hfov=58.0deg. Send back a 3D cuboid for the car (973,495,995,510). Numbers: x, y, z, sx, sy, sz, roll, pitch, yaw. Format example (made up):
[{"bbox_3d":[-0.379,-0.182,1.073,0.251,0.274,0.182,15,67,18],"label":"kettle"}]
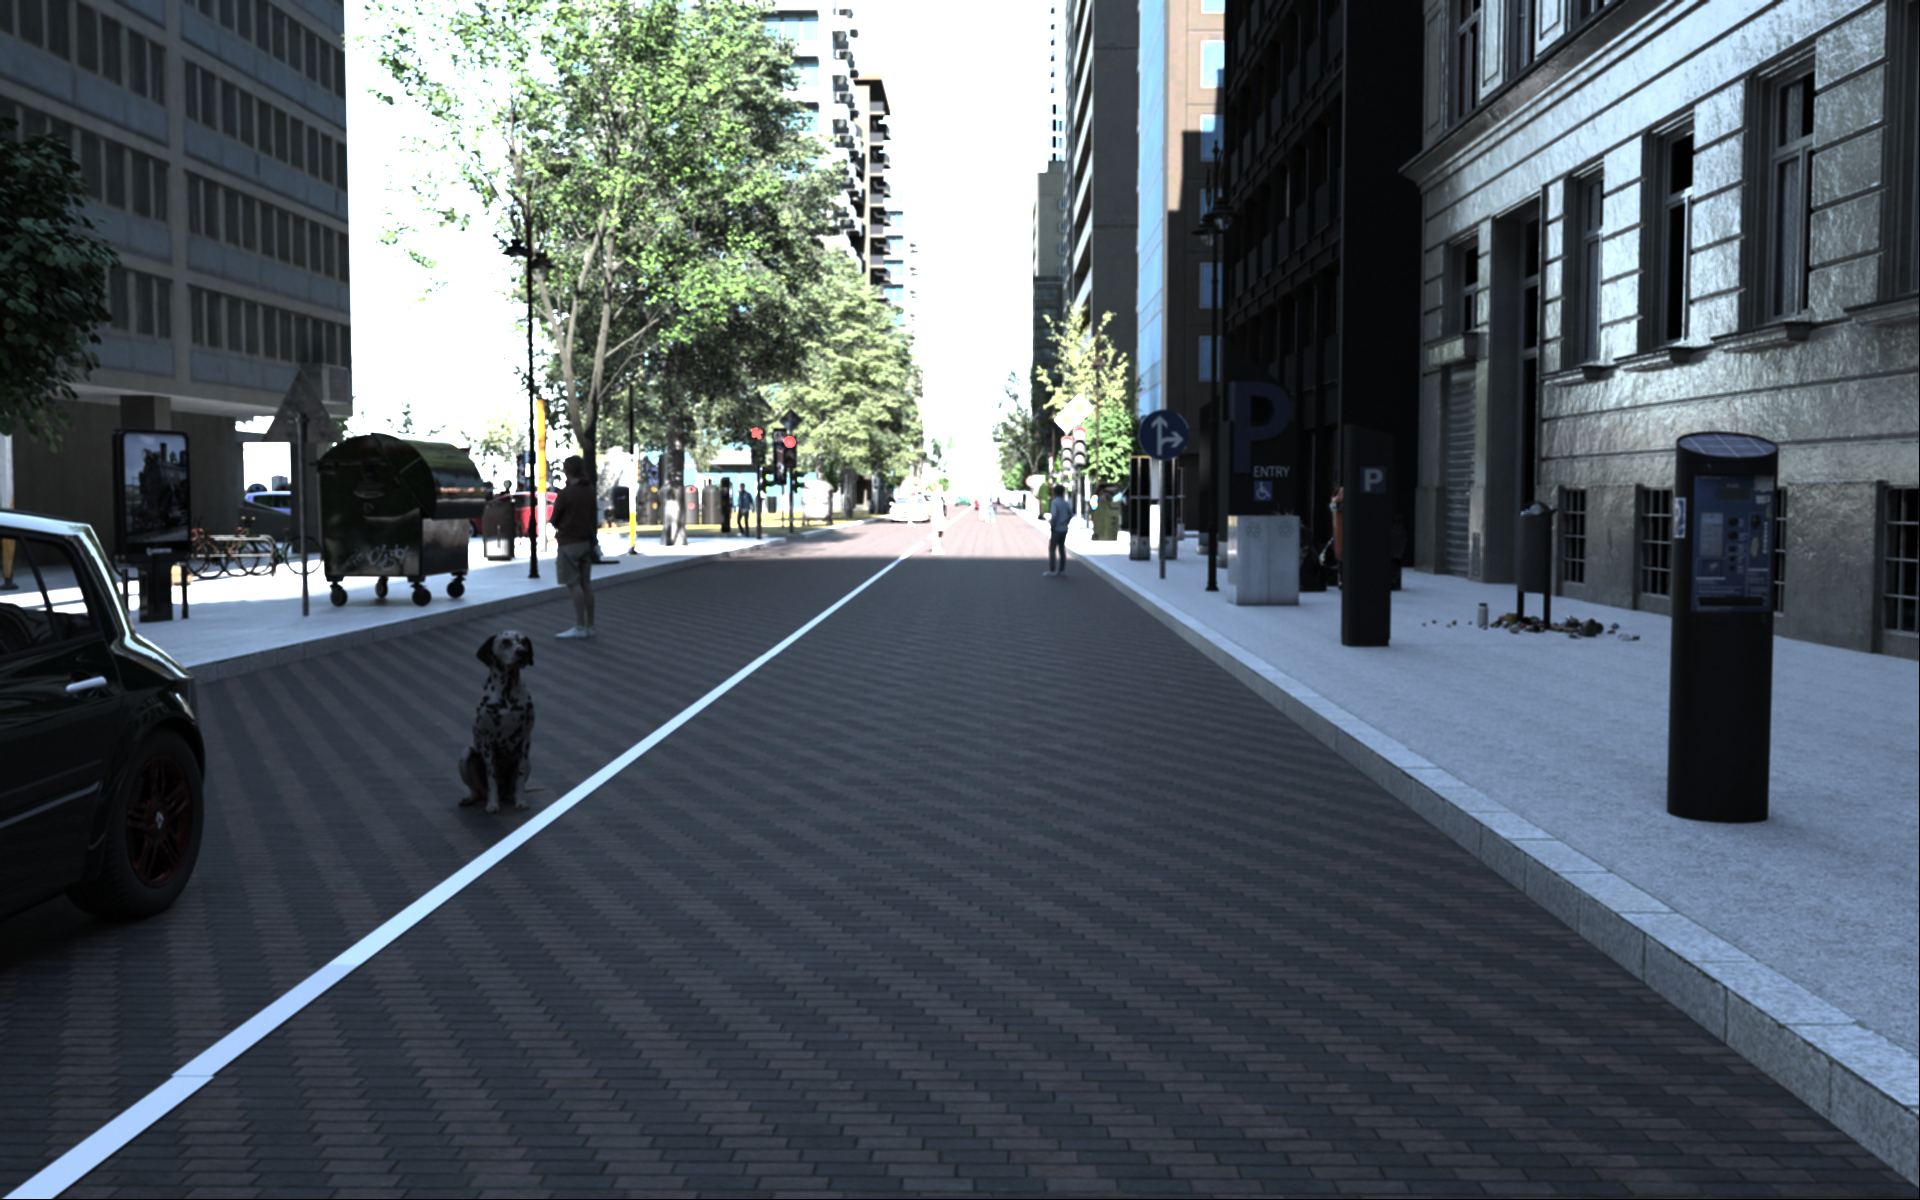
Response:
[{"bbox_3d":[2.259,-9.009,156.339,2.155,1.783,4.494,0,4,2],"label":"car"}]

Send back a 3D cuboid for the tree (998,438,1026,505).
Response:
[{"bbox_3d":[6.472,-15.540,204.447,4.360,8.622,3.978,0,3,0],"label":"tree"}]

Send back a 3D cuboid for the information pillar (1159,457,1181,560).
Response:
[{"bbox_3d":[4.089,-1.804,33.988,0.304,2.012,0.304,1,4,21],"label":"information pillar"}]

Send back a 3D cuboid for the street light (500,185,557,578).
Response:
[{"bbox_3d":[-6.522,-3.275,26.337,0.468,5.910,1.993,0,4,1],"label":"street light"}]

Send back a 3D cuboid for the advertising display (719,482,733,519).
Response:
[{"bbox_3d":[-12.214,-5.210,90.400,0.974,1.923,0.123,3,5,40],"label":"advertising display"}]

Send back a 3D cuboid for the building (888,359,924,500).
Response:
[{"bbox_3d":[-19.184,-23.819,234.475,27.650,21.520,28.899,0,4,1],"label":"building"}]

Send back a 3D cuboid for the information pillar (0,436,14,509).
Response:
[{"bbox_3d":[-12.807,-1.950,23.240,0.183,3.616,0.504,-1,4,-20],"label":"information pillar"}]

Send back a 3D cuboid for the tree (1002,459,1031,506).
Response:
[{"bbox_3d":[5.846,-9.725,142.711,4.285,4.588,4.351,0,3,0],"label":"tree"}]

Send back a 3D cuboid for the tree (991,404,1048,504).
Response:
[{"bbox_3d":[7.366,-18.270,216.842,7.486,12.596,7.792,0,3,0],"label":"tree"}]

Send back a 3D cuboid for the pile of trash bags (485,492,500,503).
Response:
[{"bbox_3d":[-24.341,-5.084,92.881,1.912,1.369,3.447,-3,4,-37],"label":"pile of trash bags"}]

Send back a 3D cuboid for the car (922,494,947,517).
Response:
[{"bbox_3d":[-1.802,-6.035,108.456,2.009,1.686,4.222,0,4,3],"label":"car"}]

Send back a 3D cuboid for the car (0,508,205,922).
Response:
[{"bbox_3d":[-3.616,0.320,4.555,2.009,1.686,4.222,0,4,2],"label":"car"}]

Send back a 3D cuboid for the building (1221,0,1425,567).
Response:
[{"bbox_3d":[12.914,-12.703,37.369,12.332,23.373,15.834,0,4,1],"label":"building"}]

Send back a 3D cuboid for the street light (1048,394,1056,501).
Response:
[{"bbox_3d":[4.342,-6.591,80.544,0.468,5.910,1.993,0,4,1],"label":"street light"}]

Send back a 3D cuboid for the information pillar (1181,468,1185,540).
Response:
[{"bbox_3d":[6.059,-2.666,48.088,0.304,2.012,0.304,1,4,22],"label":"information pillar"}]

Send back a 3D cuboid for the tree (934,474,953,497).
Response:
[{"bbox_3d":[-2.687,-18.020,278.335,4.285,4.588,4.351,0,3,0],"label":"tree"}]

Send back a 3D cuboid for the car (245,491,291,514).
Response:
[{"bbox_3d":[-20.713,-2.725,54.146,3.694,1.707,1.945,0,4,1],"label":"car"}]

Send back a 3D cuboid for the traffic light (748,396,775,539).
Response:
[{"bbox_3d":[-5.674,-3.671,48.938,0.839,4.253,0.868,0,4,1],"label":"traffic light"}]

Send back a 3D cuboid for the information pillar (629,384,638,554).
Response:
[{"bbox_3d":[-6.998,-2.791,36.980,0.183,3.616,0.504,-1,4,-9],"label":"information pillar"}]

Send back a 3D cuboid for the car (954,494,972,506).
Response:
[{"bbox_3d":[0.373,-11.899,206.339,2.131,1.459,4.920,0,4,1],"label":"car"}]

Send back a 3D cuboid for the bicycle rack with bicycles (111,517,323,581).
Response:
[{"bbox_3d":[-11.491,-0.835,27.028,2.925,0.926,2.852,-1,4,-19],"label":"bicycle rack with bicycles"}]

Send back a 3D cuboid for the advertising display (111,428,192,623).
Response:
[{"bbox_3d":[-8.094,-0.744,17.385,0.123,1.923,0.974,1,4,14],"label":"advertising display"}]

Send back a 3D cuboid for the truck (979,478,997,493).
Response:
[{"bbox_3d":[4.762,-17.646,278.264,2.967,4.110,18.799,0,4,-1],"label":"truck"}]

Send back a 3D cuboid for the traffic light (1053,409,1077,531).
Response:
[{"bbox_3d":[3.473,-4.151,56.784,0.839,4.253,0.868,0,4,1],"label":"traffic light"}]

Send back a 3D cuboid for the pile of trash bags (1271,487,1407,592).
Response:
[{"bbox_3d":[4.960,-0.809,22.975,1.912,1.369,3.447,0,4,4],"label":"pile of trash bags"}]

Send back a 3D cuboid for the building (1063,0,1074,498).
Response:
[{"bbox_3d":[20.061,-46.174,193.197,20.563,71.187,20.611,0,4,1],"label":"building"}]

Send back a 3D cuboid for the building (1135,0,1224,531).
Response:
[{"bbox_3d":[14.366,-25.414,65.622,14.200,45.320,14.600,0,4,1],"label":"building"}]

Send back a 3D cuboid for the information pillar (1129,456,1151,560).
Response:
[{"bbox_3d":[3.493,-1.779,33.575,0.304,2.012,0.304,-2,4,-31],"label":"information pillar"}]

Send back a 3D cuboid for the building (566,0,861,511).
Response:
[{"bbox_3d":[-20.087,-32.293,147.604,23.786,49.044,30.456,0,4,1],"label":"building"}]

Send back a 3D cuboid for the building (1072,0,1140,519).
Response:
[{"bbox_3d":[17.585,-29.021,98.193,21.300,48.544,21.600,0,4,1],"label":"building"}]

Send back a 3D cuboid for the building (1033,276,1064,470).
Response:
[{"bbox_3d":[16.678,-28.018,229.797,14.160,30.474,14.107,0,4,1],"label":"building"}]

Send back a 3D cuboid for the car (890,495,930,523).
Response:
[{"bbox_3d":[-2.495,-4.615,87.813,2.083,1.381,4.827,0,4,2],"label":"car"}]

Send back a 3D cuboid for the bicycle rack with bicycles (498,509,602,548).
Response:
[{"bbox_3d":[-9.869,-1.751,42.016,2.852,0.926,2.925,0,4,4],"label":"bicycle rack with bicycles"}]

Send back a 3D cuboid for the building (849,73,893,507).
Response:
[{"bbox_3d":[-18.388,-32.004,177.894,22.147,44.769,28.867,0,4,1],"label":"building"}]

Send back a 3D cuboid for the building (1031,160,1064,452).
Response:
[{"bbox_3d":[21.129,-38.122,246.992,21.300,48.544,21.600,0,4,1],"label":"building"}]

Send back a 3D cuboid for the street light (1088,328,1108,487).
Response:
[{"bbox_3d":[3.844,-4.626,48.427,0.468,5.910,1.993,0,4,1],"label":"street light"}]

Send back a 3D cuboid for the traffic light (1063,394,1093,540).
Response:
[{"bbox_3d":[3.336,-3.662,48.800,0.839,4.253,0.868,0,4,1],"label":"traffic light"}]

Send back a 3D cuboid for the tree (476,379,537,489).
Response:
[{"bbox_3d":[-28.951,-9.828,111.046,4.360,8.622,3.978,0,3,0],"label":"tree"}]

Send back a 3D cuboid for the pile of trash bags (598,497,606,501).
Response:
[{"bbox_3d":[-19.991,-5.667,102.410,3.447,1.369,1.912,1,4,19],"label":"pile of trash bags"}]

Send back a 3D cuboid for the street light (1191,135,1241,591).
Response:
[{"bbox_3d":[3.345,-3.059,22.795,0.468,5.910,1.993,0,4,1],"label":"street light"}]

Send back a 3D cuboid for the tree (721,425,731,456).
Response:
[{"bbox_3d":[-18.139,-10.408,120.525,4.737,8.622,4.395,0,3,0],"label":"tree"}]

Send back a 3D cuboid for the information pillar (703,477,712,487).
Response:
[{"bbox_3d":[-11.186,-4.420,76.756,0.304,2.012,0.304,3,4,38],"label":"information pillar"}]

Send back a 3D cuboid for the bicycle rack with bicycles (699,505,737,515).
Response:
[{"bbox_3d":[-14.578,-5.533,103.843,2.925,0.926,2.852,0,4,-2],"label":"bicycle rack with bicycles"}]

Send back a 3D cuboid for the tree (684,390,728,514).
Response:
[{"bbox_3d":[-16.993,-9.959,113.194,4.360,8.622,3.978,0,3,0],"label":"tree"}]

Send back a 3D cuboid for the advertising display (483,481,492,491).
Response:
[{"bbox_3d":[-23.712,-4.953,86.189,0.123,1.923,0.974,3,5,40],"label":"advertising display"}]

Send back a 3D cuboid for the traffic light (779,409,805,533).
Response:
[{"bbox_3d":[-5.538,-4.159,56.921,0.839,4.253,0.868,0,4,1],"label":"traffic light"}]

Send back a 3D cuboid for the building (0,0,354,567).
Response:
[{"bbox_3d":[-25.225,-20.771,31.492,23.993,40.220,32.217,0,4,1],"label":"building"}]

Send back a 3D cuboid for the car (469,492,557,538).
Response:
[{"bbox_3d":[-13.519,-2.669,52.684,4.494,1.783,2.155,0,4,2],"label":"car"}]

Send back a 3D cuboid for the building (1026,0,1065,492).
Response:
[{"bbox_3d":[21.810,-58.725,272.820,22.319,86.520,31.000,0,4,1],"label":"building"}]

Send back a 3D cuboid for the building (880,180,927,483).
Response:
[{"bbox_3d":[-17.292,-39.365,263.229,23.786,49.044,30.456,0,4,1],"label":"building"}]

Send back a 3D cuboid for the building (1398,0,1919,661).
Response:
[{"bbox_3d":[14.597,-11.045,13.877,16.112,22.955,30.059,0,4,1],"label":"building"}]
